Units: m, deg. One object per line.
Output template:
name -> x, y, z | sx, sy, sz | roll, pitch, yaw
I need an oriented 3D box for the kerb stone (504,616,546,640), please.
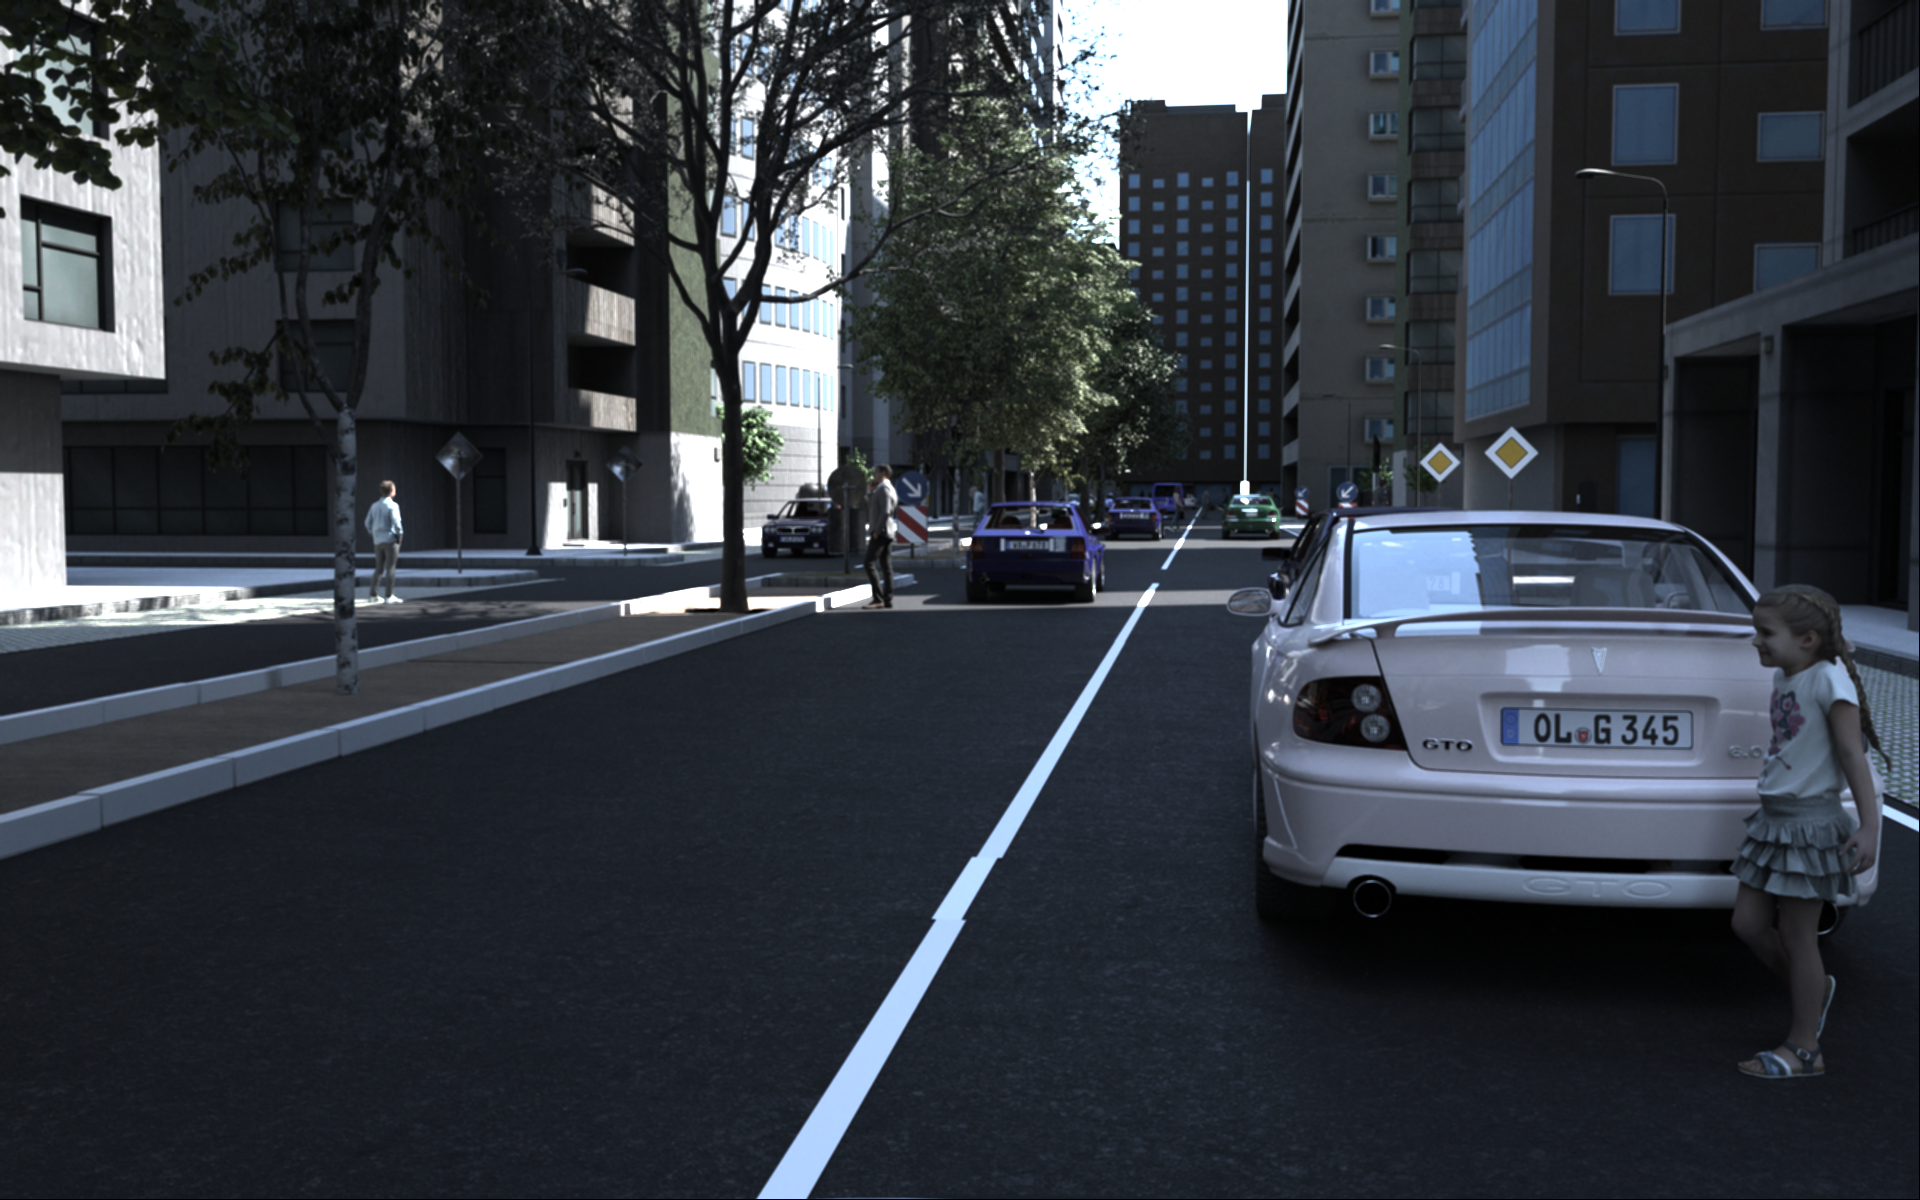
kerb stone -> -4.421, 0.297, 17.346 | 0.120, 0.150, 1.000 | 1, 4, 8

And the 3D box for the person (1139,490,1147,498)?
person -> 16.980, -9.319, 160.873 | 0.705, 1.822, 1.348 | -3, 5, -39

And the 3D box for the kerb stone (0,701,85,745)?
kerb stone -> -5.442, 0.732, 10.252 | 0.120, 0.150, 1.000 | 1, 4, 8

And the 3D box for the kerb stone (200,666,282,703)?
kerb stone -> -5.146, 0.612, 12.281 | 0.120, 0.150, 1.000 | 1, 4, 8

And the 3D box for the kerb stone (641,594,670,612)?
kerb stone -> -3.834, 0.048, 21.406 | 0.120, 0.150, 1.000 | 1, 4, 8

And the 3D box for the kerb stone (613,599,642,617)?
kerb stone -> -3.989, 0.111, 20.386 | 0.120, 0.150, 1.000 | 1, 4, 8

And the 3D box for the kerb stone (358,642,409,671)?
kerb stone -> -4.860, 0.482, 14.311 | 0.120, 0.150, 1.000 | 1, 4, 8

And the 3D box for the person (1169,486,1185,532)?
person -> 8.190, -3.457, 65.610 | 0.643, 1.750, 0.593 | -1, 4, -8

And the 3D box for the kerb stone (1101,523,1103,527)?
kerb stone -> 5.931, -3.194, 74.418 | 0.120, 0.150, 1.000 | 1, 4, 8

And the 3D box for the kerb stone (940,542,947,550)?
kerb stone -> -0.537, -1.347, 44.253 | 0.120, 0.150, 1.000 | 1, 4, 8

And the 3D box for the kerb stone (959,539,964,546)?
kerb stone -> -0.099, -1.536, 47.306 | 0.120, 0.150, 1.000 | 1, 4, 8

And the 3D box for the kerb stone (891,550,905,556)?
kerb stone -> -1.419, -0.977, 38.172 | 0.120, 0.150, 1.000 | 1, 4, 8

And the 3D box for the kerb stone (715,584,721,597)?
kerb stone -> -3.397, -0.135, 24.444 | 0.120, 0.150, 1.000 | 1, 4, 8

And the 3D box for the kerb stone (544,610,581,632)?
kerb stone -> -4.277, 0.235, 18.357 | 0.120, 0.150, 1.000 | 1, 4, 8

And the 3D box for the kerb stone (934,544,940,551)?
kerb stone -> -0.686, -1.285, 43.241 | 0.120, 0.150, 1.000 | 1, 4, 8

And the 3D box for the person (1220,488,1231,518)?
person -> 15.843, -5.794, 103.582 | 0.721, 1.781, 0.623 | 0, 4, -7

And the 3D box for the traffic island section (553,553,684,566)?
traffic island section -> -6.949, -0.830, 35.850 | 2.009, 0.180, 2.903 | 1, 4, 8

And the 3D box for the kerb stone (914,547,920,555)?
kerb stone -> -1.121, -1.101, 40.197 | 0.120, 0.150, 1.000 | 1, 4, 8

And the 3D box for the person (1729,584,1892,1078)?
person -> 2.125, 0.568, 4.232 | 0.382, 1.210, 0.505 | 0, 4, -4

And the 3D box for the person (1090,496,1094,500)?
person -> 8.825, -6.838, 120.827 | 1.217, 1.766, 0.721 | -1, 4, -21

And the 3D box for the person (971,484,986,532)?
person -> 0.698, -3.448, 65.132 | 0.793, 1.790, 0.793 | 2, 4, 30

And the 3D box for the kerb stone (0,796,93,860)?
kerb stone -> -3.803, 0.942, 6.916 | 0.120, 0.150, 1.000 | 1, 4, 8

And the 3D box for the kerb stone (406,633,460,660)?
kerb stone -> -4.720, 0.420, 15.323 | 0.120, 0.150, 1.000 | 1, 4, 8

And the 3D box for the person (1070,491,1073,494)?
person -> 7.407, -6.472, 115.038 | 1.217, 1.743, 0.721 | 1, 4, 10

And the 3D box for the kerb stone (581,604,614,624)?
kerb stone -> -4.126, 0.173, 19.370 | 0.120, 0.150, 1.000 | 1, 4, 8

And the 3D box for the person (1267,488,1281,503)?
person -> 20.076, -6.299, 111.590 | 1.348, 1.812, 0.705 | 2, 4, 28

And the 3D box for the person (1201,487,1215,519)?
person -> 13.993, -5.470, 98.063 | 0.853, 1.813, 0.709 | 2, 4, 32

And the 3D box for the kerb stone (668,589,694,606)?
kerb stone -> -3.688, -0.014, 22.417 | 0.120, 0.150, 1.000 | 1, 4, 8

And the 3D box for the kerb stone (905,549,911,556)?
kerb stone -> -1.277, -1.038, 39.187 | 0.120, 0.150, 1.000 | 1, 4, 8

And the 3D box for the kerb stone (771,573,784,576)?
kerb stone -> -2.959, -0.324, 27.490 | 0.120, 0.150, 1.000 | 1, 4, 8

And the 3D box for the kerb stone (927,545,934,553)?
kerb stone -> -0.832, -1.225, 42.225 | 0.120, 0.150, 1.000 | 1, 4, 8

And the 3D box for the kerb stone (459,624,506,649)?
kerb stone -> -4.569, 0.364, 16.335 | 0.120, 0.150, 1.000 | 1, 4, 8

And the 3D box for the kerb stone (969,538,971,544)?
kerb stone -> 0.196, -1.657, 49.340 | 0.120, 0.150, 1.000 | 1, 4, 8

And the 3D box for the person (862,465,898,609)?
person -> -1.014, -0.798, 21.726 | 0.473, 1.802, 0.592 | 1, 4, 21

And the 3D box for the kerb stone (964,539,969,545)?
kerb stone -> 0.050, -1.598, 48.328 | 0.120, 0.150, 1.000 | 1, 4, 8

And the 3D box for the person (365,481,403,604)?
person -> -7.513, -0.758, 22.704 | 0.589, 1.601, 0.330 | 2, 4, 33

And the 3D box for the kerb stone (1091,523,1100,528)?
kerb stone -> 5.638, -3.069, 72.381 | 0.120, 0.150, 1.000 | 1, 4, 8

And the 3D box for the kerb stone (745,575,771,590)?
kerb stone -> -3.105, -0.260, 26.475 | 0.120, 0.150, 1.000 | 1, 4, 8

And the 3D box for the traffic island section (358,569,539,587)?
traffic island section -> -8.090, -0.347, 27.947 | 2.009, 0.180, 2.903 | 1, 4, 8

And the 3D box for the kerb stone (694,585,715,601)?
kerb stone -> -3.544, -0.075, 23.429 | 0.120, 0.150, 1.000 | 1, 4, 8

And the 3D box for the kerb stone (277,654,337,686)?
kerb stone -> -5.000, 0.545, 13.292 | 0.120, 0.150, 1.000 | 1, 4, 8

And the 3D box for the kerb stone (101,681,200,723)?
kerb stone -> -5.306, 0.669, 11.264 | 0.120, 0.150, 1.000 | 1, 4, 8

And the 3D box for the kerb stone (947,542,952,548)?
kerb stone -> -0.397, -1.411, 45.265 | 0.120, 0.150, 1.000 | 1, 4, 8

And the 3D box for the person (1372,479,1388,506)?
person -> 11.576, -2.406, 47.644 | 0.447, 1.846, 0.655 | -1, 4, -10

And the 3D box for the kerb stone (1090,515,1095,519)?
kerb stone -> 7.954, -4.949, 103.125 | 0.120, 0.150, 1.000 | 1, 4, 8
